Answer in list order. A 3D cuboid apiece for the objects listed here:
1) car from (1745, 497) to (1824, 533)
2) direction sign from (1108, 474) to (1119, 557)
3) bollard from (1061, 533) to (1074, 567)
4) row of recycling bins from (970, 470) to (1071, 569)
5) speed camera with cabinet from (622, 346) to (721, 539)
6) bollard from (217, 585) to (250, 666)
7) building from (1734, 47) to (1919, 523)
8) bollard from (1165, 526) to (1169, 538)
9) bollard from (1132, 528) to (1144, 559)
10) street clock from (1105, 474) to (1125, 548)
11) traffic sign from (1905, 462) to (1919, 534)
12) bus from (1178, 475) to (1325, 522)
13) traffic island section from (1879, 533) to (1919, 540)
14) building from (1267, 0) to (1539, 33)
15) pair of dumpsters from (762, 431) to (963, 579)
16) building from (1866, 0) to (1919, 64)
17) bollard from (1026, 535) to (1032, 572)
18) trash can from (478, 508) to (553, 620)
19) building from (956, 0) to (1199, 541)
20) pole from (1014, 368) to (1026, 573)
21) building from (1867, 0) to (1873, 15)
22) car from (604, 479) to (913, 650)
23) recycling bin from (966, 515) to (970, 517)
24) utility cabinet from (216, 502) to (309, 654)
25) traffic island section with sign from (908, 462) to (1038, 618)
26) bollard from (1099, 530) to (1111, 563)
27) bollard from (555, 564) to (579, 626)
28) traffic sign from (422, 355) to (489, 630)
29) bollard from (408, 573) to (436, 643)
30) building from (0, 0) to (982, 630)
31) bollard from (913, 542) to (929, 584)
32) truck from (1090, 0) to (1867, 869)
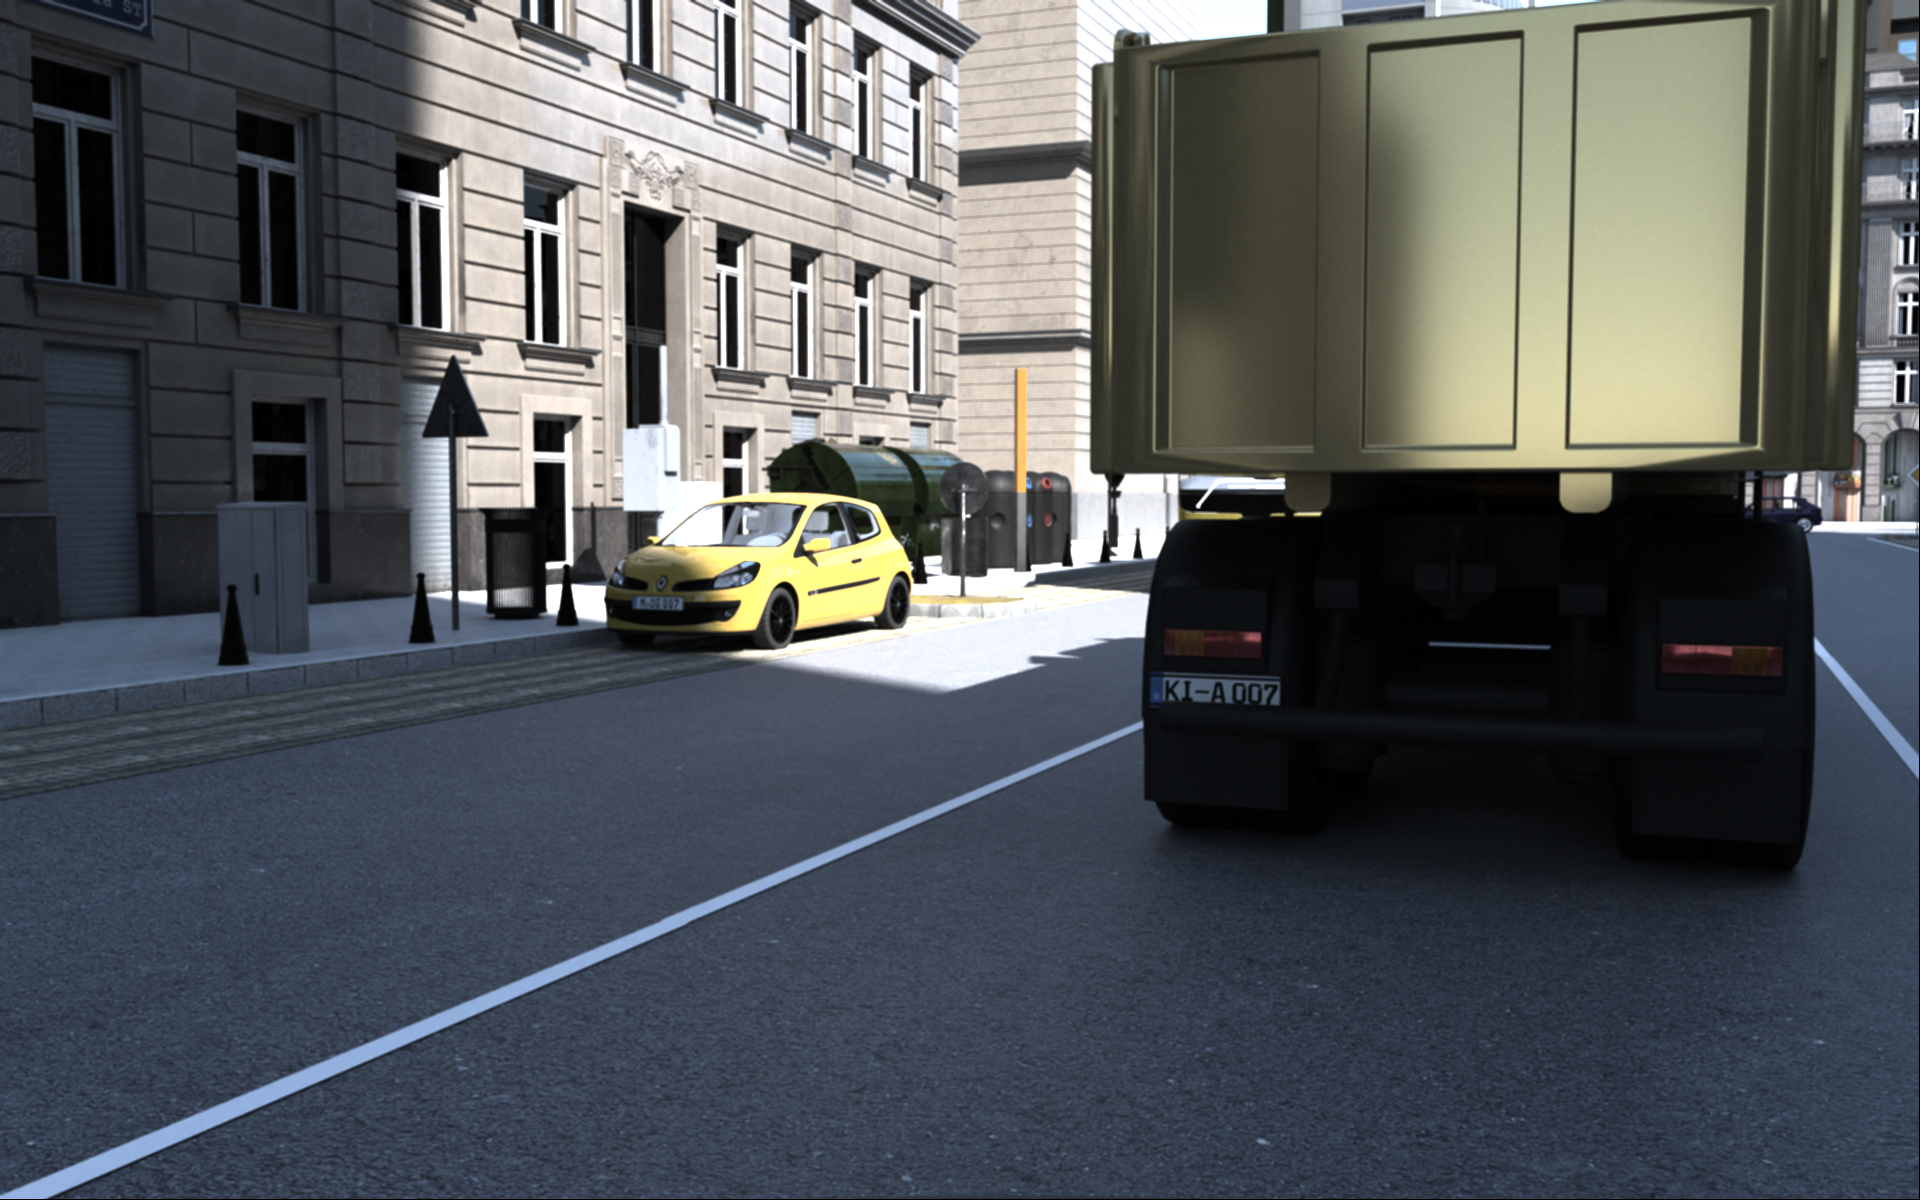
[{"bbox_3d":[30.349,-3.222,65.252,3.894,1.354,1.945,2,4,24],"label":"car"},{"bbox_3d":[3.080,-2.665,35.577,0.876,3.537,0.379,2,4,29],"label":"direction sign"},{"bbox_3d":[1.896,-0.885,30.508,0.229,0.601,0.229,0,3,0],"label":"bollard"},{"bbox_3d":[1.087,-1.473,31.192,1.069,1.692,3.534,2,4,23],"label":"row of recycling bins"},{"bbox_3d":[-3.958,-1.809,23.912,0.660,3.252,2.038,1,4,16],"label":"speed camera with cabinet"},{"bbox_3d":[-5.471,0.184,13.029,0.229,0.601,0.229,0,3,0],"label":"bollard"},{"bbox_3d":[39.740,-14.831,84.280,24.055,21.916,13.314,1,4,23],"label":"building"},{"bbox_3d":[4.352,-1.241,36.338,0.229,0.601,0.229,0,3,0],"label":"bollard"},{"bbox_3d":[3.533,-1.123,34.401,0.229,0.601,0.229,0,3,0],"label":"bollard"},{"bbox_3d":[3.691,-2.252,41.389,0.471,2.002,0.358,0,4,1],"label":"street clock"},{"bbox_3d":[30.489,-3.148,55.119,0.795,2.450,0.064,1,4,23],"label":"traffic sign"},{"bbox_3d":[6.300,-2.295,29.075,2.896,3.916,12.252,1,4,22],"label":"bus"},{"bbox_3d":[30.514,-2.013,55.186,2.009,0.180,2.903,1,4,23],"label":"traffic island section"},{"bbox_3d":[41.682,-37.934,162.216,21.231,58.520,28.212,1,4,23],"label":"building"},{"bbox_3d":[-1.262,-1.399,25.360,1.574,2.255,4.437,1,4,23],"label":"pair of dumpsters"},{"bbox_3d":[84.764,-30.425,147.560,14.600,45.320,14.200,1,4,23],"label":"building"},{"bbox_3d":[1.080,-0.766,28.569,0.229,0.601,0.229,0,3,0],"label":"bollard"},{"bbox_3d":[-4.579,-0.380,17.870,0.748,1.137,0.748,0,3,0],"label":"trash can"},{"bbox_3d":[-4.478,-16.499,57.150,23.554,28.519,14.401,1,4,23],"label":"building"},{"bbox_3d":[0.982,-2.103,28.223,0.158,3.312,0.155,0,3,0],"label":"pole"},{"bbox_3d":[104.569,-35.939,176.845,28.713,52.752,27.495,1,4,23],"label":"building"},{"bbox_3d":[-1.937,-0.429,17.242,2.015,1.641,3.980,1,4,23],"label":"car"},{"bbox_3d":[0.391,-1.991,45.104,0.722,1.027,0.722,1,4,9],"label":"recycling bin"},{"bbox_3d":[-5.738,-0.188,14.238,1.020,1.237,0.306,3,5,42],"label":"utility cabinet"},{"bbox_3d":[-0.147,-0.750,20.887,1.989,1.847,2.006,1,4,23],"label":"traffic island section with sign"},{"bbox_3d":[2.719,-1.004,32.453,0.229,0.601,0.229,0,3,0],"label":"bollard"},{"bbox_3d":[-3.836,-0.053,16.904,0.229,0.601,0.229,0,3,0],"label":"bollard"},{"bbox_3d":[-4.758,-0.995,16.268,0.884,2.594,0.081,2,4,32],"label":"traffic sign"},{"bbox_3d":[-4.653,0.066,14.967,0.229,0.601,0.229,0,3,0],"label":"bollard"},{"bbox_3d":[-9.857,-14.124,28.199,12.463,27.353,25.104,1,4,23],"label":"building"},{"bbox_3d":[-0.562,-0.528,24.680,0.229,0.601,0.229,0,3,0],"label":"bollard"},{"bbox_3d":[3.416,-0.885,10.401,3.469,3.379,9.791,1,4,22],"label":"truck"}]
